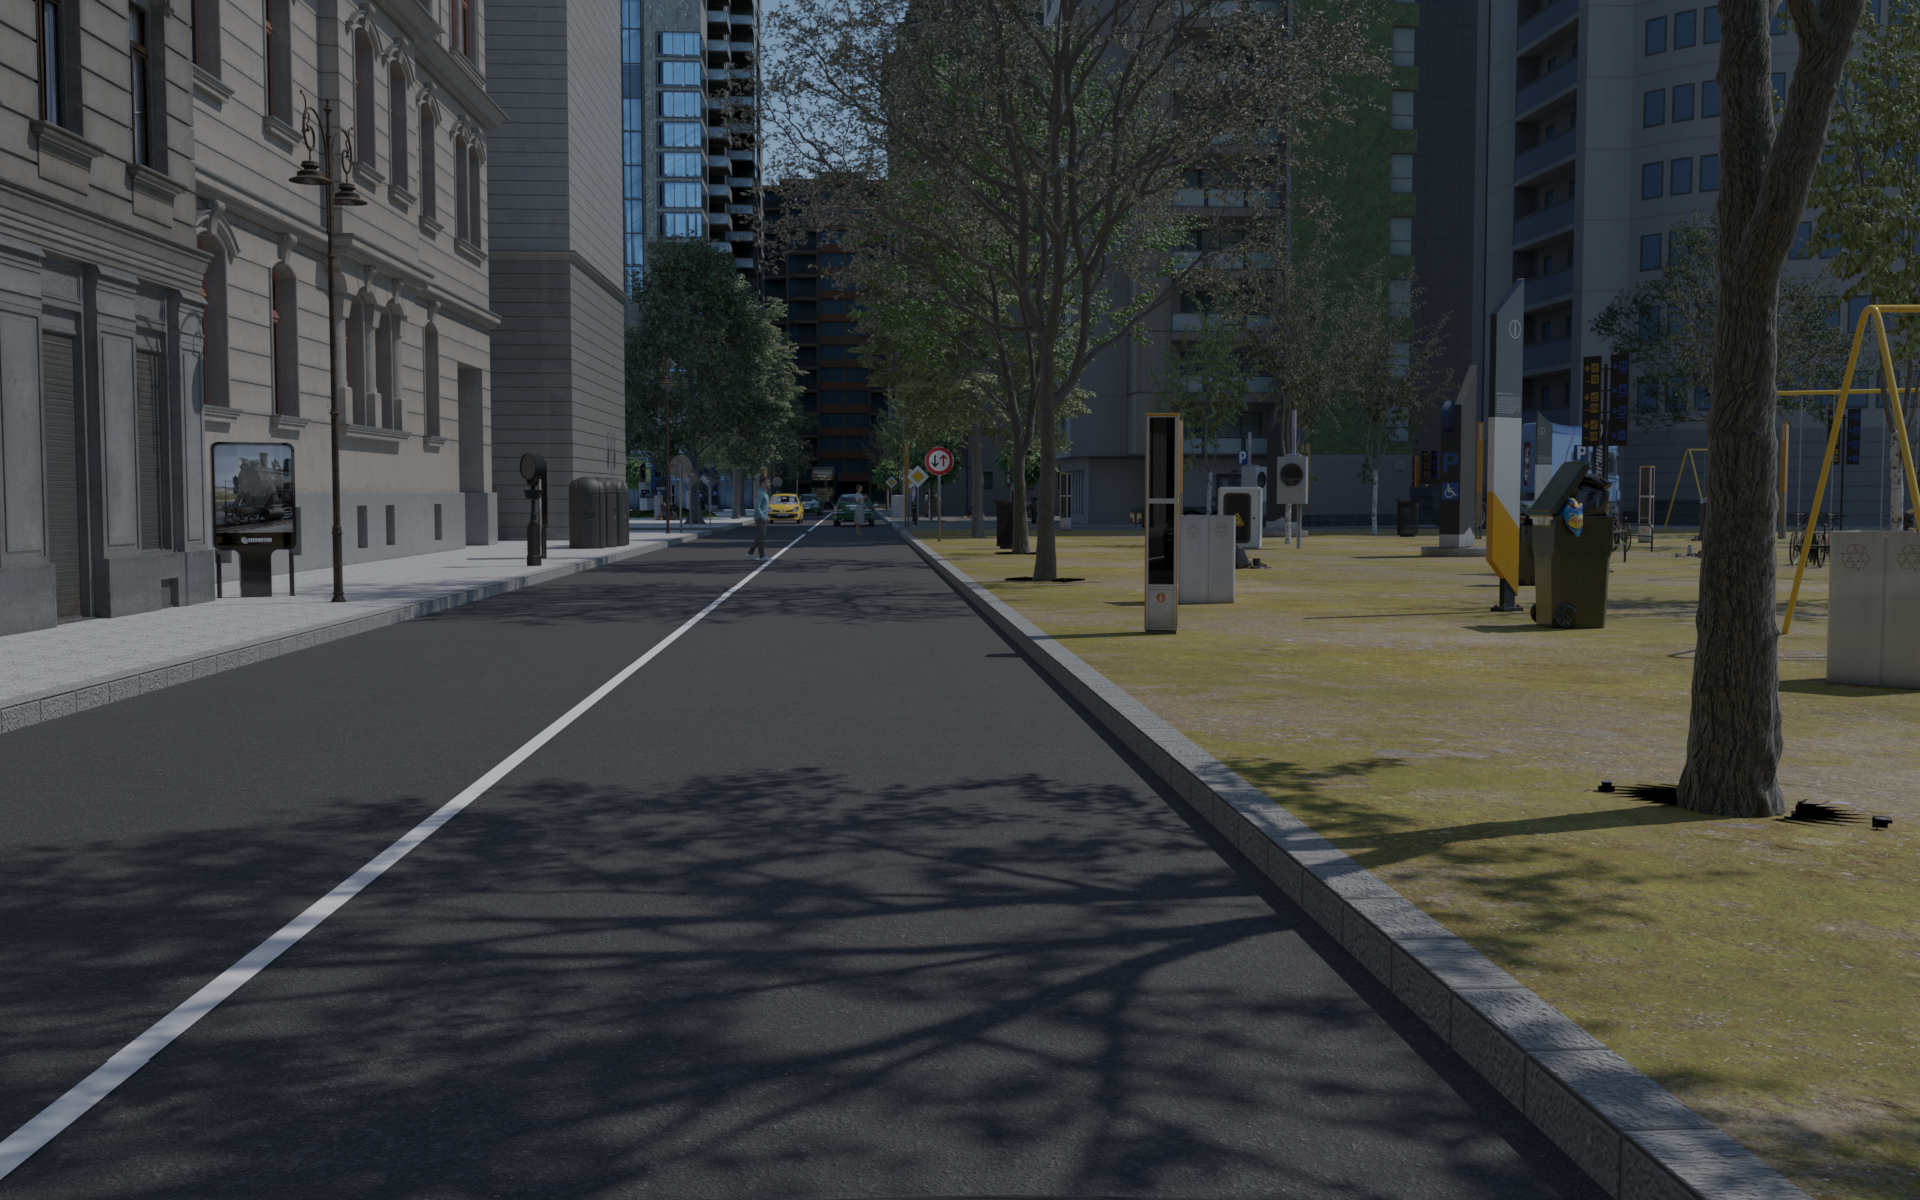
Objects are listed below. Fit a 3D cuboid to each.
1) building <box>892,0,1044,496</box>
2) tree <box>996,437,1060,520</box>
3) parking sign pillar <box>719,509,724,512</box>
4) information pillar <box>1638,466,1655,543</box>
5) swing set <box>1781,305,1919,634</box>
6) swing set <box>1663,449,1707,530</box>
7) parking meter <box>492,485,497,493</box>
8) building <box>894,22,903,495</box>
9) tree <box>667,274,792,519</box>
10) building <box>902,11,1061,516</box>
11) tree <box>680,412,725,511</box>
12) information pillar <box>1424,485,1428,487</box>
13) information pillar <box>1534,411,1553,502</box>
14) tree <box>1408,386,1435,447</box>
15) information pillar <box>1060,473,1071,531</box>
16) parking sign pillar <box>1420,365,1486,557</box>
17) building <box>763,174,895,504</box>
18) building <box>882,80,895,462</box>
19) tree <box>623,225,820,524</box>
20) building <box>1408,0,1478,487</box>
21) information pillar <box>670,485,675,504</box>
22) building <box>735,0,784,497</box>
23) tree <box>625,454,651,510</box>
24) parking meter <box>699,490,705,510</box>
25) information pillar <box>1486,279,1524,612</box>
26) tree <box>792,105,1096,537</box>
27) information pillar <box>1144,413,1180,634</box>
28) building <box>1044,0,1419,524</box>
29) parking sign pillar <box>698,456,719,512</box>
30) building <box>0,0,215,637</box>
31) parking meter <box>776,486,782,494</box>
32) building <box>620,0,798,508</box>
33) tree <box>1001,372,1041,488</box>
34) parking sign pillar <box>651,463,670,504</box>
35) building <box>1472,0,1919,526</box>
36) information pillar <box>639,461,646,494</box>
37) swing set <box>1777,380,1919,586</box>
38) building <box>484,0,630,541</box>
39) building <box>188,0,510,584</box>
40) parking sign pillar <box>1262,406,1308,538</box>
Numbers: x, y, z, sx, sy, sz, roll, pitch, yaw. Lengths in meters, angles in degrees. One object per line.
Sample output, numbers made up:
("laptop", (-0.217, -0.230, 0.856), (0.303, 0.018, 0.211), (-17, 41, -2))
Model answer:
("building", (3.228, -45.362, 179.921), (20.563, 71.187, 20.611), (0, 4, -3))
("tree", (3.206, -6.279, 86.367), (4.285, 4.588, 4.351), (0, 3, 0))
("parking sign pillar", (-17.834, -8.369, 125.308), (1.447, 3.967, 1.447), (-1, 4, -15))
("information pillar", (18.041, -2.510, 45.523), (0.304, 2.012, 0.304), (3, 4, 38))
("swing set", (9.063, -1.025, 14.377), (3.119, 2.851, 2.862), (0, 4, 1))
("swing set", (26.421, -3.819, 60.069), (3.119, 2.851, 2.862), (-1, 4, -8))
("parking meter", (-12.738, -2.357, 46.942), (0.372, 1.533, 0.369), (0, 3, 0))
("building", (0.890, -31.378, 163.145), (14.600, 45.320, 14.200), (0, 4, -3))
("tree", (-11.697, -10.490, 89.633), (7.486, 12.596, 7.792), (0, 3, 0))
("building", (3.368, -20.570, 108.014), (14.160, 30.474, 14.107), (0, 4, -3))
("tree", (-17.131, -10.190, 116.973), (4.737, 8.622, 4.395), (0, 3, 0))
("information pillar", (36.536, -8.027, 135.736), (0.304, 2.012, 0.304), (-2, 4, -27))
("information pillar", (16.425, -3.514, 48.806), (0.504, 3.616, 0.183), (-1, 4, -12))
("tree", (20.764, -8.238, 85.049), (4.737, 8.622, 4.395), (0, 3, 0))
("information pillar", (3.673, -3.412, 60.277), (0.304, 2.012, 0.304), (2, 4, 30))
("parking sign pillar", (10.287, -2.893, 35.769), (1.447, 3.967, 1.447), (2, 4, 29))
("building", (-16.731, -35.677, 237.947), (28.867, 44.769, 22.147), (0, 4, -3))
("building", (5.094, -37.640, 204.645), (28.713, 52.752, 27.495), (0, 4, -3))
("tree", (-11.506, -9.602, 74.005), (9.611, 12.733, 9.660), (0, 3, 0))
("building", (55.256, -47.232, 210.491), (20.611, 71.187, 20.563), (0, 4, -3))
("information pillar", (-22.519, -8.033, 135.830), (0.304, 2.012, 0.304), (-1, 4, -21))
("building", (-29.241, -45.514, 182.410), (20.563, 71.187, 20.611), (0, 4, -3))
("tree", (-26.313, -9.570, 140.181), (4.285, 4.588, 4.351), (0, 3, 0))
("parking meter", (-15.813, -5.975, 106.096), (0.372, 1.533, 0.369), (0, 3, 0))
("information pillar", (5.925, -1.679, 18.813), (0.504, 3.616, 0.183), (-3, 4, -36))
("tree", (0.103, -8.149, 51.358), (7.486, 12.596, 7.792), (0, 3, 0))
("information pillar", (1.857, -0.699, 15.926), (0.304, 2.012, 0.304), (1, 4, 8))
("building", (11.278, -24.031, 76.509), (14.086, 41.232, 14.154), (0, 4, -3))
("parking sign pillar", (-18.043, -8.152, 121.751), (1.447, 3.967, 1.447), (0, 4, 7))
("building", (-13.075, -9.897, 10.967), (9.793, 20.994, 18.267), (0, 4, -3))
("parking meter", (-13.224, -7.383, 126.420), (0.399, 1.863, 0.255), (3, 5, 44))
("building", (-35.214, -54.517, 204.031), (31.000, 86.520, 22.319), (0, 4, -3))
("tree", (4.640, -9.003, 97.559), (4.360, 8.622, 3.978), (0, 3, 0))
("parking sign pillar", (-20.900, -8.095, 120.828), (1.447, 3.967, 1.447), (1, 4, 20))
("building", (40.343, -32.799, 78.259), (28.212, 58.520, 21.231), (0, 4, -3))
("information pillar", (-22.356, -7.993, 122.035), (0.183, 3.616, 0.504), (3, 5, 44))
("swing set", (13.569, -1.732, 25.940), (3.119, 2.851, 2.862), (2, 4, 25))
("building", (-25.700, -16.766, 51.624), (29.804, 29.767, 11.434), (0, 4, -3))
("building", (-17.322, -14.950, 31.826), (14.401, 28.519, 23.554), (0, 4, -3))
("parking sign pillar", (9.683, -3.869, 51.727), (1.447, 3.967, 1.447), (-1, 4, -22))
